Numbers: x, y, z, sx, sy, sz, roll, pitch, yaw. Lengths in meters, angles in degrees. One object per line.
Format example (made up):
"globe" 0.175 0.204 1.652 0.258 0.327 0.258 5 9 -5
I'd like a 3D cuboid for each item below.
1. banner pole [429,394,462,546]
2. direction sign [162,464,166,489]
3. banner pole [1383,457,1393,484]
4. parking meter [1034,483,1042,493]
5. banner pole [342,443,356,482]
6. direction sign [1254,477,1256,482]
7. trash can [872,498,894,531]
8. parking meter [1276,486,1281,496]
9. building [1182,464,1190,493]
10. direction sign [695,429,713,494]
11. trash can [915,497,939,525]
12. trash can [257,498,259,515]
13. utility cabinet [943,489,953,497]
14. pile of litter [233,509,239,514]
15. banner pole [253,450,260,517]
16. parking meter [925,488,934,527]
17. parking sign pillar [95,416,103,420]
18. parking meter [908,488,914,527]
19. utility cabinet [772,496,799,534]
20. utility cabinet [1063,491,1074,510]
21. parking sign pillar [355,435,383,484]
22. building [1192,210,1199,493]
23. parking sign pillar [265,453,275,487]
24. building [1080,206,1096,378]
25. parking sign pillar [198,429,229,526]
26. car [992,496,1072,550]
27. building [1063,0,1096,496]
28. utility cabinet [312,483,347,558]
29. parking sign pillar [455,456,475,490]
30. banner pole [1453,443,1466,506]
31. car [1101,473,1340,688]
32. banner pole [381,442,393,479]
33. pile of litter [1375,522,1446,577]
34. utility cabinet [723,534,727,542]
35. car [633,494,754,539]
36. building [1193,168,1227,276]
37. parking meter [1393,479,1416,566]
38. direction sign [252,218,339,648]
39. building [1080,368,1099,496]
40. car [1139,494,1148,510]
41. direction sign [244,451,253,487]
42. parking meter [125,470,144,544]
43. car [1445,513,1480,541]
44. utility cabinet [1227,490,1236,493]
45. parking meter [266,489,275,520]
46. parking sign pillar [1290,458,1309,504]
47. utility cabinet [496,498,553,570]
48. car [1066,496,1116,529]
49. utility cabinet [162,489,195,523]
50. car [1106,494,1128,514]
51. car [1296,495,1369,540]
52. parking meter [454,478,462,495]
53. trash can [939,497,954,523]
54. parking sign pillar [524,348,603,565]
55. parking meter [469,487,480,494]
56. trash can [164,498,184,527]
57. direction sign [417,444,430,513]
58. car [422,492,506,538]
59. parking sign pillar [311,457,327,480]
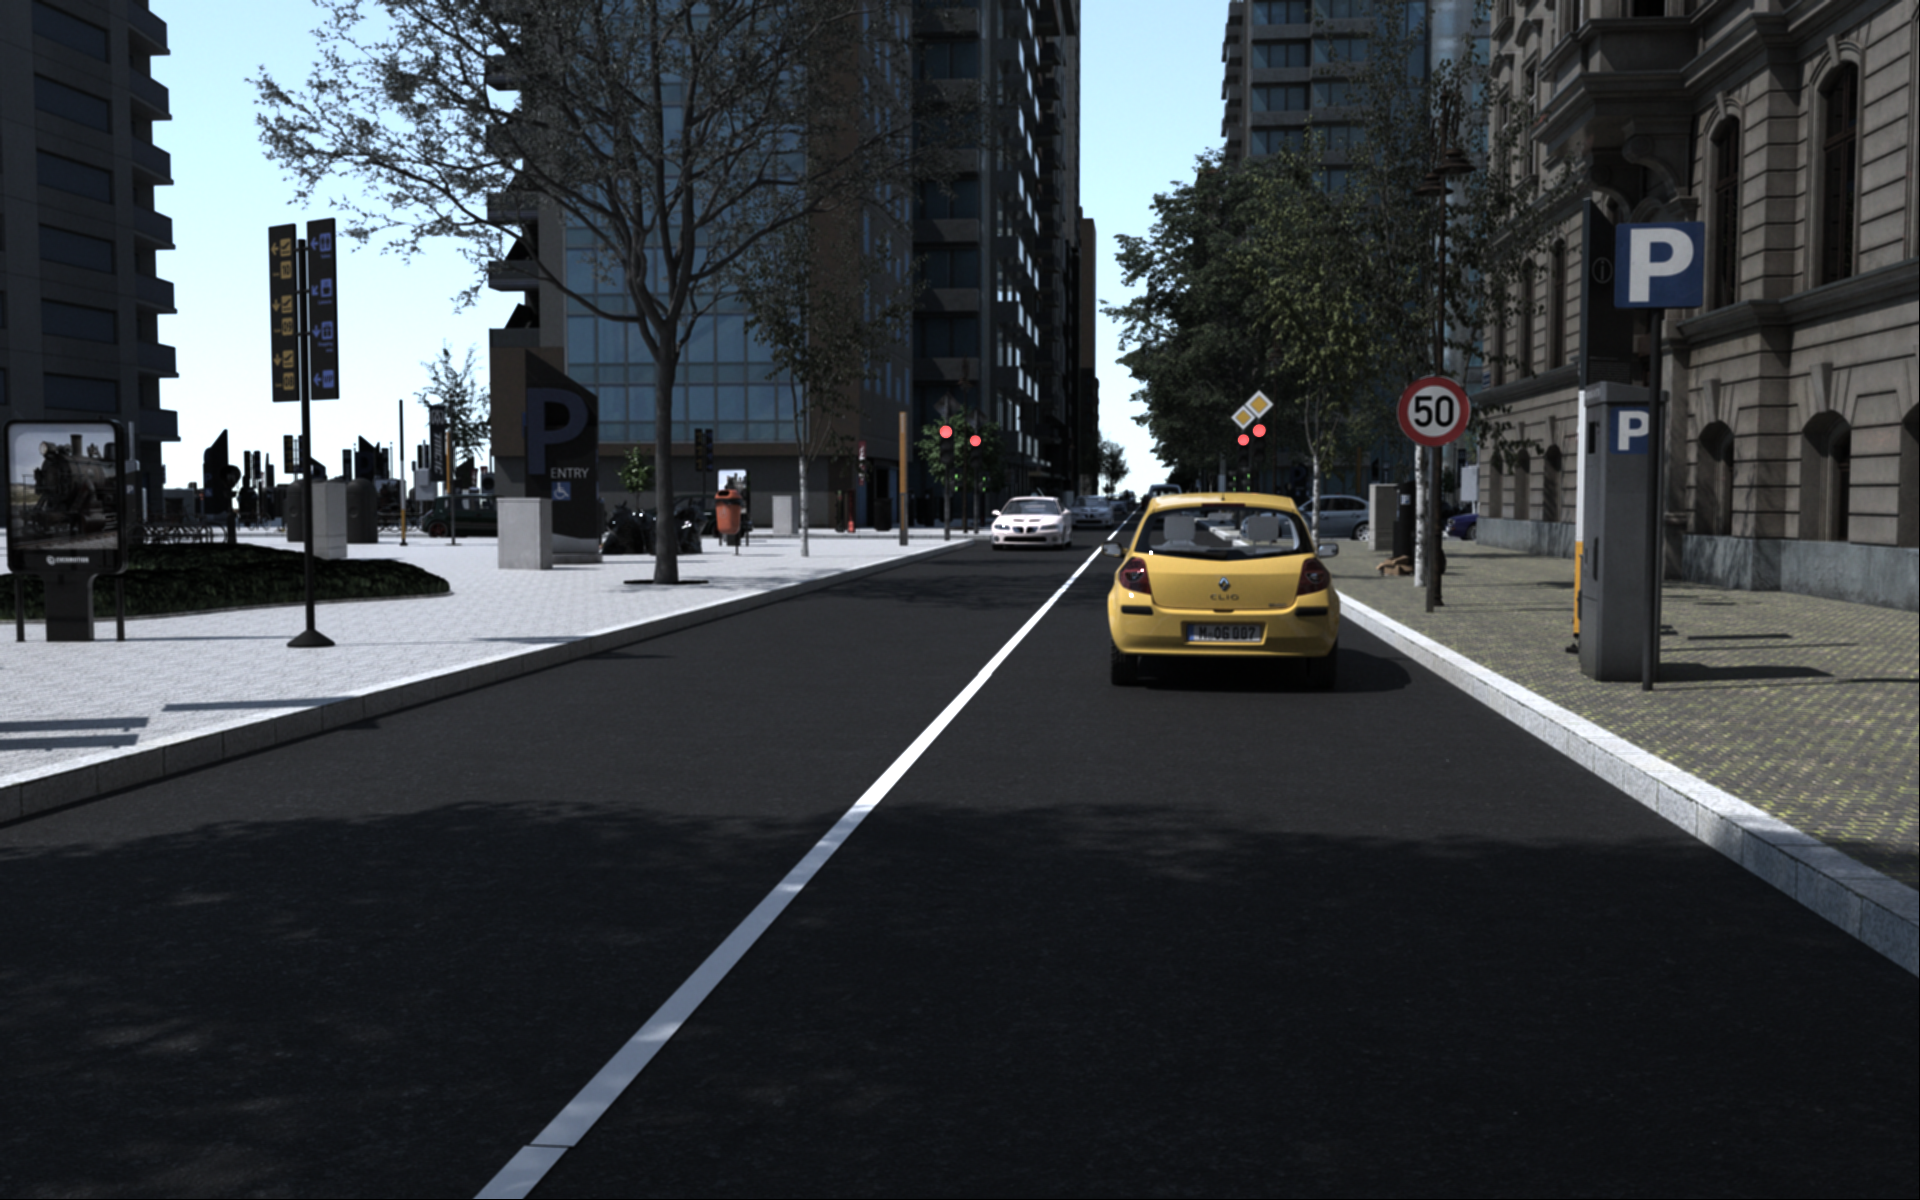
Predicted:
"banner pole" -12.833 -3.245 43.079 0.401 3.779 0.863 3 5 40
"direction sign" -60.628 -8.548 131.760 0.876 3.537 0.379 3 4 38
"banner pole" 28.509 -7.665 115.336 0.863 3.779 0.401 -1 4 -10
"parking meter" 4.162 -5.336 92.951 0.399 1.863 0.255 2 4 28
"banner pole" -29.900 -5.811 85.023 0.863 3.779 0.401 -3 5 -41
"direction sign" 19.858 -7.740 118.552 0.876 3.537 0.379 3 5 41
"trash can" -2.667 -2.956 59.989 0.748 1.137 0.748 0 3 0
"parking meter" 21.403 -6.781 116.579 0.399 1.863 0.255 -1 4 -13
"building" 42.726 -31.091 280.030 14.160 30.474 14.107 0 4 6
"direction sign" -8.905 -4.176 60.281 0.379 3.537 0.876 2 4 34
"trash can" -1.526 -3.749 72.951 0.748 1.137 0.748 0 3 0
"trash can" -42.080 -5.638 103.829 0.748 1.137 0.748 0 3 0
"utility cabinet" -0.559 -4.357 79.919 0.318 1.500 1.173 0 4 8
"pile of litter" -47.244 -6.079 113.358 1.176 0.858 1.719 0 4 1
"banner pole" -40.319 -6.680 99.231 0.863 3.779 0.401 2 4 35
"parking meter" -1.206 -3.672 68.450 0.372 1.533 0.369 0 3 0
"parking sign pillar" -30.183 -4.389 60.231 1.447 3.967 1.447 1 4 22
"parking meter" -1.994 -3.681 68.598 0.372 1.533 0.369 0 3 0
"utility cabinet" -5.595 -2.720 55.637 0.306 1.237 1.020 -3 5 -43
"utility cabinet" 7.621 -6.935 122.062 0.318 1.500 1.173 2 4 30
"parking sign pillar" -26.968 -5.540 79.059 1.447 3.967 1.447 2 4 23
"building" 40.413 -34.626 249.735 14.154 41.232 14.086 0 4 6
"parking sign pillar" -45.273 -7.652 113.575 1.447 3.967 1.447 -2 4 -26
"building" 14.278 -38.108 273.181 14.600 45.320 14.200 0 4 6
"parking sign pillar" -30.554 -5.056 71.134 1.447 3.967 1.447 0 4 5
"car" 1.940 -2.039 45.698 2.083 1.381 4.827 0 4 8
"building" 7.433 -48.199 226.299 20.563 71.187 20.611 0 4 6
"utility cabinet" -12.245 -1.525 33.605 0.318 1.500 1.173 0 4 -3
"parking sign pillar" -34.605 -8.117 121.184 1.447 3.967 1.447 -1 4 -8
"banner pole" 24.376 -5.790 84.686 0.401 3.779 0.863 -3 4 -38
"car" 2.148 -0.251 14.320 2.015 1.641 3.980 0 4 8
"banner pole" -27.269 -5.663 82.599 0.401 3.779 0.863 2 4 29
"pile of litter" 7.165 -0.839 27.680 1.719 0.858 1.176 -3 5 -45
"utility cabinet" -6.289 -2.184 46.867 0.306 1.237 1.020 0 4 -8
"car" -8.483 -2.677 53.550 4.222 1.686 2.009 0 4 8
"building" 41.885 -35.056 227.789 22.147 44.769 28.867 0 4 6
"parking meter" 7.685 -1.317 29.952 0.372 1.533 0.369 0 3 0
"direction sign" -5.484 -1.378 14.526 0.876 3.537 0.379 2 4 34
"building" 6.052 -24.962 253.172 27.650 21.520 28.899 0 4 6
"car" 17.635 -9.225 159.873 2.155 1.783 4.494 0 4 7
"direction sign" -36.955 -6.026 90.520 0.379 3.537 0.876 3 5 43
"parking meter" -20.371 -2.261 42.673 0.399 1.863 0.255 0 4 8
"car" 15.964 -2.267 49.640 3.894 1.354 1.945 1 4 8
"utility cabinet" 14.268 -4.898 88.762 1.173 1.500 0.318 2 4 34
"parking meter" -33.836 -4.683 84.975 0.372 1.533 0.369 0 3 0
"parking sign pillar" 23.717 -8.107 121.018 1.447 3.967 1.447 3 5 39
"utility cabinet" -7.414 -1.123 29.530 1.020 1.237 0.306 2 4 31
"car" 5.521 -3.705 72.931 2.083 1.381 4.827 0 4 7
"utility cabinet" -32.281 -3.847 71.578 1.173 1.500 0.318 -1 4 -15
"car" 11.196 -6.943 125.526 2.014 1.417 4.499 0 4 8
"car" 10.514 -2.369 50.741 4.499 1.417 2.014 0 4 7
"parking meter" -17.992 -3.432 61.830 0.399 1.863 0.255 -3 5 -42
"trash can" -0.634 -4.072 78.228 0.748 1.137 0.748 0 3 0
"parking sign pillar" -7.372 -2.666 32.060 1.447 3.967 1.447 0 4 -5
"parking meter" -17.062 -3.209 60.877 0.372 1.533 0.369 0 3 0
"trash can" -29.793 -3.304 65.678 0.748 1.137 0.748 0 3 0
"direction sign" -24.552 -5.342 79.331 0.876 3.537 0.379 3 4 38
"car" -14.145 -2.607 52.415 4.222 1.686 2.009 0 4 5
"parking sign pillar" -42.878 -7.767 115.456 1.447 3.967 1.447 -3 5 -39
